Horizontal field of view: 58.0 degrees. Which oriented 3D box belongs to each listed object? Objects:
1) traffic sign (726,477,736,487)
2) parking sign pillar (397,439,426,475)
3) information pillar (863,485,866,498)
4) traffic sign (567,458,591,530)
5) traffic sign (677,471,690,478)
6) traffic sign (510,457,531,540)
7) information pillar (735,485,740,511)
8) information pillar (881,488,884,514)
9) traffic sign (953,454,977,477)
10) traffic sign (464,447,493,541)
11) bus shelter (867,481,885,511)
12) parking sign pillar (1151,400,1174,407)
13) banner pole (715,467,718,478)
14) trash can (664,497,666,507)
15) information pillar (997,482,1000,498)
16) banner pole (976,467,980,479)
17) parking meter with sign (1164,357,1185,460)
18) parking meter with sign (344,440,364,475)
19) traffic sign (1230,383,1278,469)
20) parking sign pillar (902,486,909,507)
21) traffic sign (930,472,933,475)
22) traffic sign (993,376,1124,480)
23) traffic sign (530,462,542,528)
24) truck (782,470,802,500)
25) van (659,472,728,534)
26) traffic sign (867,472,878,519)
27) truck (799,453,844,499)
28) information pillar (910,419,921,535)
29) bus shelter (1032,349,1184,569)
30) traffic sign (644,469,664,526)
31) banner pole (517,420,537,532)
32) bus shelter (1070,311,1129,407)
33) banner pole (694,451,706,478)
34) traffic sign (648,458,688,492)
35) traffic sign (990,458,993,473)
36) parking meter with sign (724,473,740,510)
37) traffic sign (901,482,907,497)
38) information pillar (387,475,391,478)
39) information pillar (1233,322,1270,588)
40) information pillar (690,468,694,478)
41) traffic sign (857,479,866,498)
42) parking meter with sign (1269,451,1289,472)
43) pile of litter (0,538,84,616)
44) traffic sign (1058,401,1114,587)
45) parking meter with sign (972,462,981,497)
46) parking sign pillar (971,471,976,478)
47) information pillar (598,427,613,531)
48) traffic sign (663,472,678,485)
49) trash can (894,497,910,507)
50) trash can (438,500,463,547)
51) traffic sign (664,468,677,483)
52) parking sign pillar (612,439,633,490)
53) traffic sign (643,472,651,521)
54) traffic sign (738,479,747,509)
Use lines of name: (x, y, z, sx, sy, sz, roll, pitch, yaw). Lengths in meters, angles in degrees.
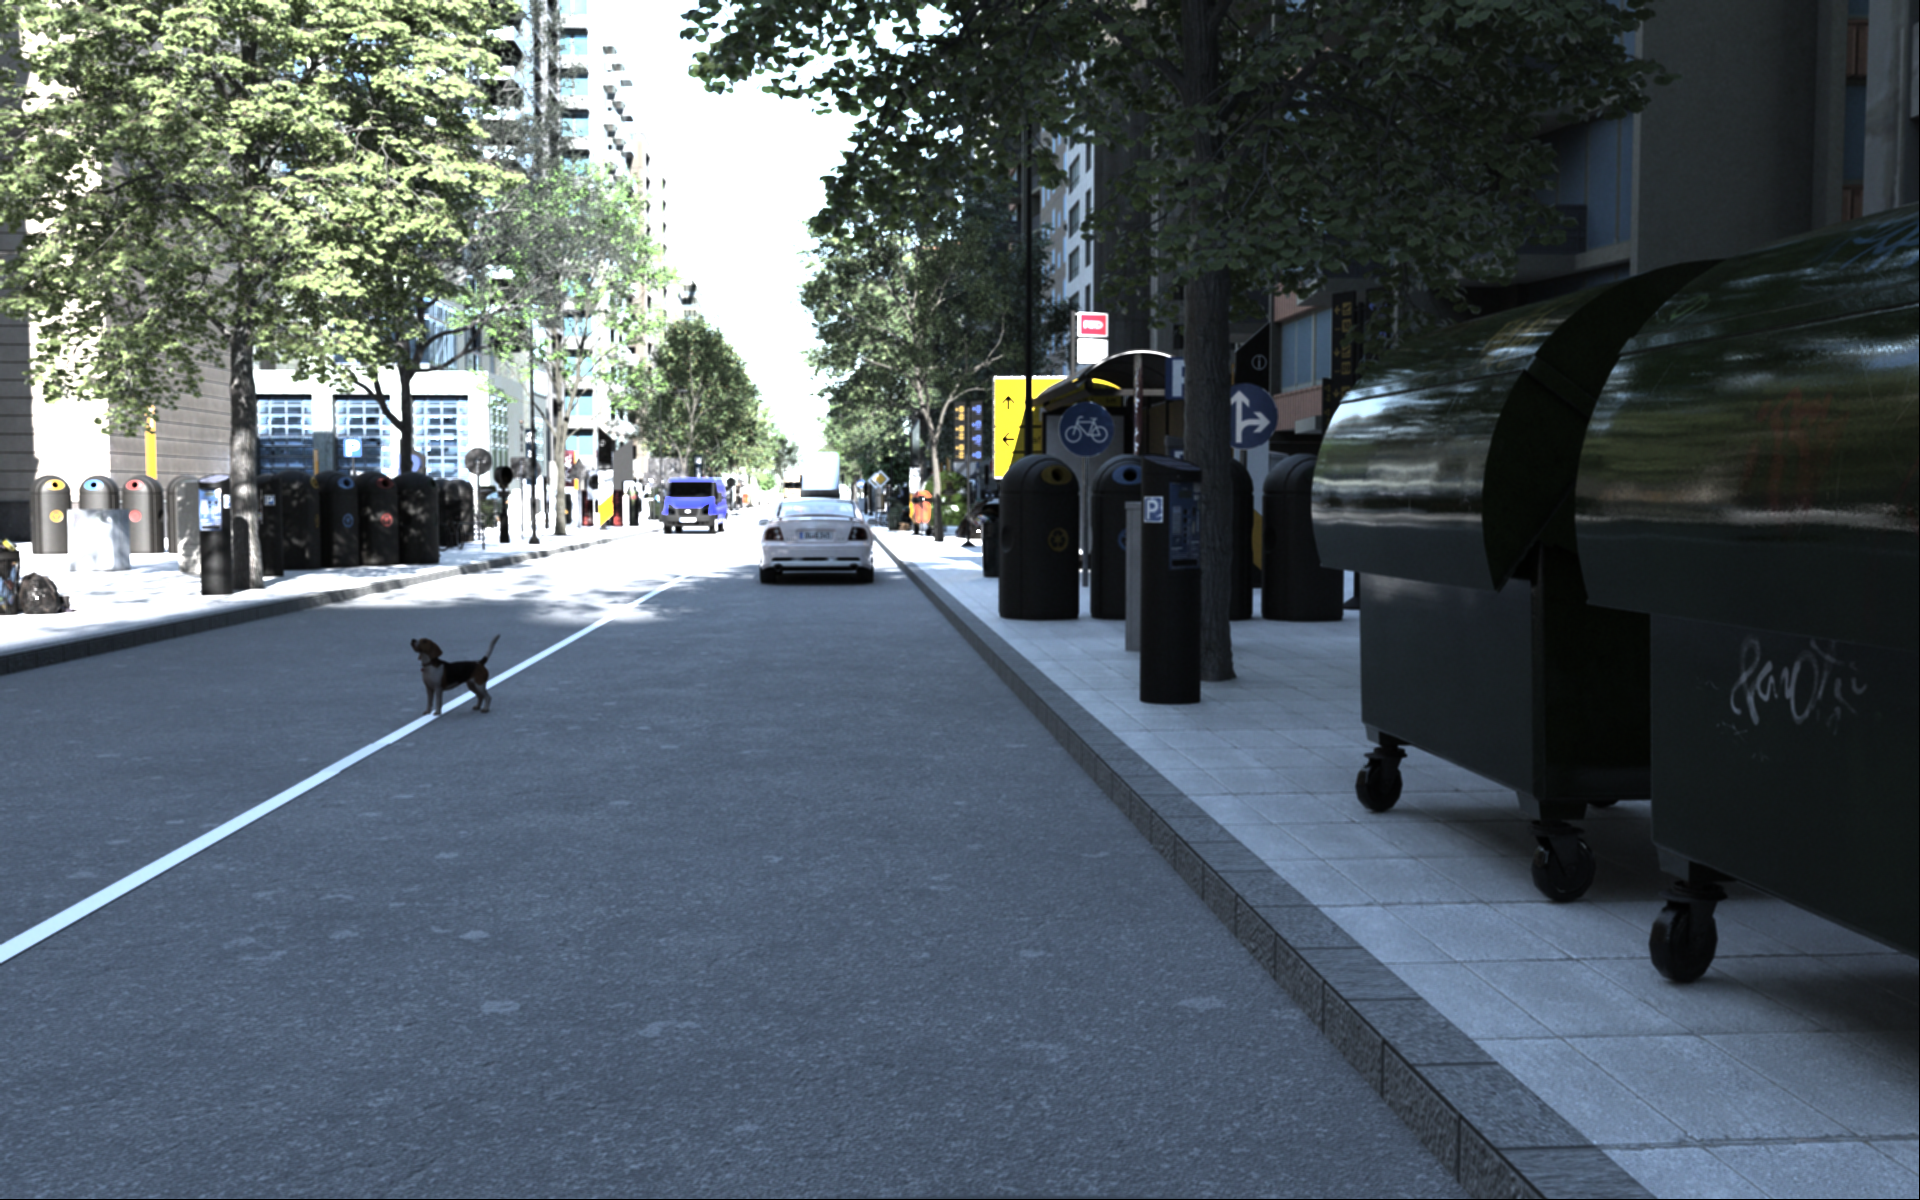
traffic sign: (-17.142, -7.925, 129.672, 0.768, 2.556, 0.104, 0, 4, 2)
parking sign pillar: (-26.638, -5.855, 84.199, 1.447, 3.967, 1.447, 0, 4, 7)
information pillar: (-7.884, -8.504, 143.535, 0.304, 2.012, 0.304, 0, 4, -6)
traffic sign: (-13.675, -3.800, 62.140, 0.884, 2.594, 0.081, 0, 4, 3)
traffic sign: (-13.717, -5.178, 85.837, 0.795, 2.450, 0.064, 0, 4, -4)
traffic sign: (-12.208, -2.820, 48.231, 0.606, 2.300, 0.079, 0, 4, 1)
information pillar: (-17.203, -7.916, 133.914, 0.304, 2.012, 0.304, -2, 4, -35)
information pillar: (-4.943, -7.300, 110.703, 0.183, 3.616, 0.504, 0, 4, 1)
traffic sign: (0.148, -3.350, 54.879, 0.768, 2.556, 0.104, 0, 4, 4)
traffic sign: (-13.094, -2.874, 47.099, 0.768, 2.556, 0.104, 0, 4, 0)
bus shelter: (-6.470, -9.758, 137.182, 2.179, 5.291, 8.768, 0, 4, -4)
parking sign pillar: (4.602, -3.078, 38.804, 1.447, 3.967, 1.447, -1, 4, -14)
banner pole: (-16.074, -7.647, 115.045, 0.401, 3.779, 0.863, -3, 4, -36)
trash can: (-14.871, -4.720, 88.823, 0.748, 1.137, 0.748, 0, 3, 0)
information pillar: (2.509, -6.337, 108.109, 0.304, 2.012, 0.304, -3, 4, -37)
banner pole: (1.356, -9.189, 140.250, 0.401, 3.779, 0.863, -3, 4, -36)
parking meter with sign: (2.947, -1.628, 22.887, 0.543, 3.016, 1.738, 0, 4, 5)
parking meter with sign: (-19.427, -3.667, 56.210, 0.543, 3.016, 1.738, 0, 4, -3)
traffic sign: (3.262, -1.214, 19.955, 0.768, 2.556, 0.104, 0, 4, 1)
parking sign pillar: (-2.924, -7.136, 105.141, 1.447, 3.967, 1.447, -2, 4, -27)
traffic sign: (-1.137, -5.394, 88.300, 0.768, 2.556, 0.104, 0, 4, 0)
traffic sign: (1.696, -2.206, 29.937, 2.265, 3.308, 0.079, 0, 4, 1)
traffic sign: (-15.974, -3.942, 64.564, 0.768, 2.556, 0.104, 0, 4, 1)
truck: (-19.749, -13.304, 206.438, 2.839, 4.237, 11.283, 0, 4, -5)
van: (-9.700, -3.614, 63.480, 2.240, 2.365, 5.245, 0, 4, -3)
traffic sign: (-3.778, -4.530, 77.715, 0.795, 2.450, 0.064, 0, 4, -4)
truck: (-8.733, -7.160, 106.817, 2.967, 4.110, 18.799, 0, 4, -3)
information pillar: (-1.402, -3.836, 54.075, 0.183, 3.616, 0.504, 2, 4, 30)
bus shelter: (2.357, -2.024, 27.024, 2.014, 3.302, 5.546, 0, 4, -4)
traffic sign: (-12.219, -4.005, 69.116, 0.795, 2.450, 0.064, 0, 4, -4)
banner pole: (-14.613, -4.190, 58.525, 0.863, 3.779, 0.401, 2, 4, 26)
bus shelter: (2.390, -3.551, 35.683, 2.179, 5.291, 8.768, 0, 4, -4)
banner pole: (-14.789, -6.658, 98.870, 0.863, 3.779, 0.401, -2, 4, -31)
traffic sign: (-16.285, -6.285, 96.628, 2.265, 3.308, 0.079, 0, 4, 1)
traffic sign: (1.328, -3.343, 54.772, 0.768, 2.556, 0.104, 0, 4, 2)
parking meter with sign: (-19.175, -9.023, 143.789, 1.738, 3.016, 0.543, 2, 4, 25)
traffic sign: (-3.292, -5.834, 97.508, 0.606, 2.300, 0.079, 0, 4, 2)
information pillar: (-22.544, -3.897, 68.215, 0.304, 2.012, 0.304, -1, 4, -14)
information pillar: (3.982, -1.972, 23.601, 0.504, 3.616, 0.183, 0, 4, -6)
information pillar: (-21.205, -8.912, 137.067, 0.504, 3.616, 0.183, 3, 4, 38)
traffic sign: (-8.372, -8.994, 147.157, 0.768, 2.556, 0.104, 0, 4, -3)
parking meter with sign: (5.389, -2.068, 30.073, 0.543, 3.016, 1.738, 3, 4, 39)
pile of litter: (-10.320, -0.274, 18.441, 1.719, 0.858, 1.176, -1, 4, -21)
traffic sign: (1.737, -1.456, 23.910, 0.768, 2.556, 0.104, 0, 4, 0)
parking meter with sign: (0.733, -5.185, 81.040, 0.543, 3.016, 1.738, 1, 4, 9)
parking sign pillar: (0.630, -7.891, 117.492, 1.447, 3.967, 1.447, 2, 4, 29)
information pillar: (-12.369, -4.222, 60.382, 0.504, 3.616, 0.183, 0, 4, -3)
traffic sign: (-12.800, -4.492, 77.080, 0.795, 2.450, 0.064, 0, 4, -4)
trash can: (-3.109, -4.650, 87.684, 0.748, 1.137, 0.748, 0, 3, 0)
trash can: (-12.555, -1.885, 42.481, 0.748, 1.137, 0.748, 0, 3, 0)
traffic sign: (-14.387, -5.298, 86.625, 0.884, 2.594, 0.081, 0, 4, -4)
parking sign pillar: (-16.671, -5.891, 84.787, 1.447, 3.967, 1.447, -1, 4, -21)
traffic sign: (-14.514, -4.829, 81.085, 0.606, 2.300, 0.079, 0, 4, -3)
traffic sign: (-18.561, -9.021, 147.604, 0.768, 2.556, 0.104, 0, 4, -3)
